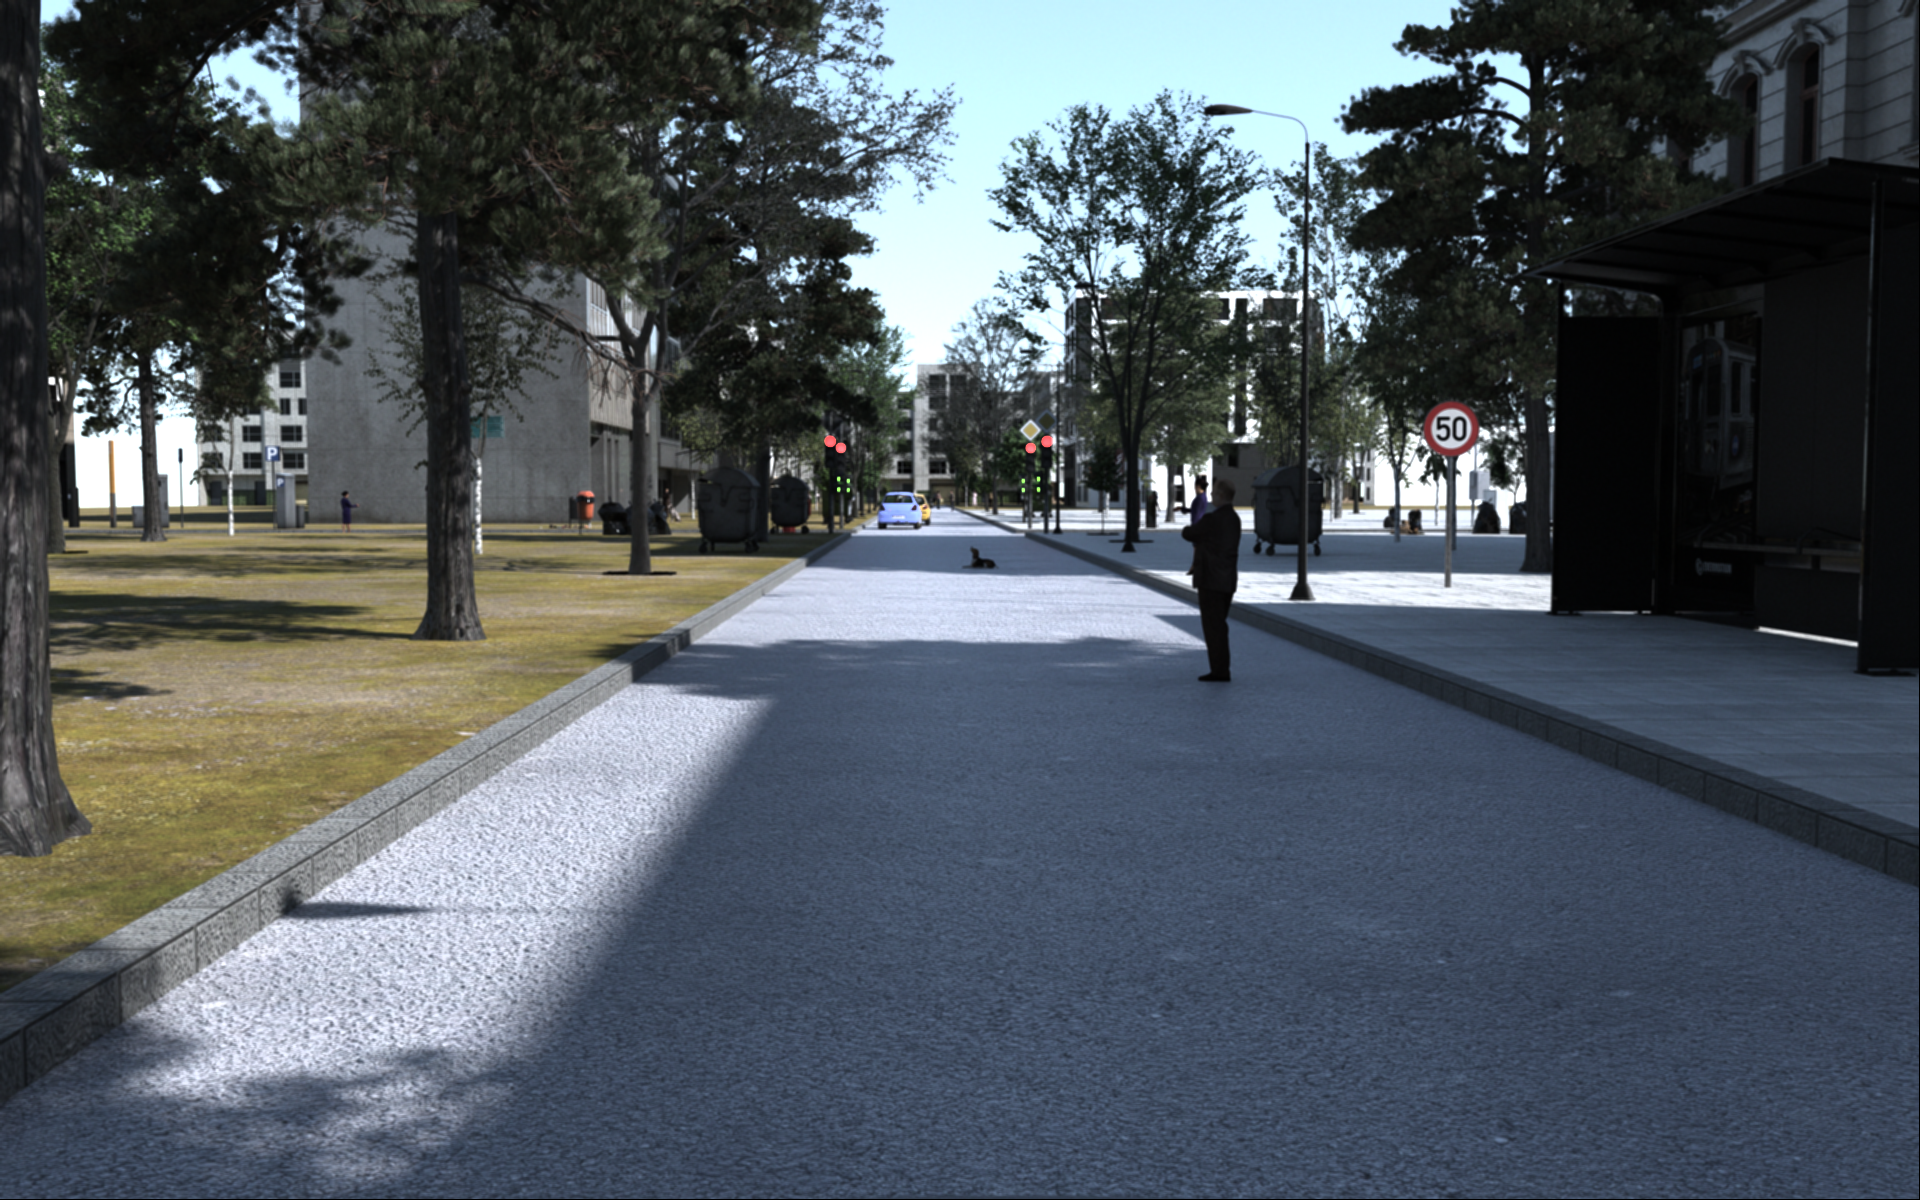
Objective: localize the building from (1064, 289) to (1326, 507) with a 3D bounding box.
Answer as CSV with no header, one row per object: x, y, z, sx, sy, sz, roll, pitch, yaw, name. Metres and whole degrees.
25.068,-21.102,188.996,27.936,21.610,32.646,0,4,-1,building

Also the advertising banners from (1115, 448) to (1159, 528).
6.631,-4.238,65.484,2.074,3.025,0.090,3,5,41,advertising banners

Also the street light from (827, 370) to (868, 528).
-4.286,-5.637,64.699,1.470,5.913,1.316,0,4,-1,street light

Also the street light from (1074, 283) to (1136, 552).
3.199,-4.019,38.255,1.470,5.913,1.316,0,4,-1,street light

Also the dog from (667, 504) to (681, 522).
-12.827,-3.925,78.554,0.800,0.831,0.513,1,4,12,dog

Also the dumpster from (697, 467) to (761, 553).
-5.085,-1.976,38.068,1.264,1.857,1.865,0,4,-1,dumpster

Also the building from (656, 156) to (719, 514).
-23.986,-17.709,108.601,14.314,24.678,30.058,0,4,-1,building

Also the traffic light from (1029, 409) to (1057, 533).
2.791,-4.102,56.317,0.839,4.213,0.868,0,4,-1,traffic light

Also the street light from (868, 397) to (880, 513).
-4.687,-6.727,82.532,1.470,5.913,1.316,0,4,-1,street light

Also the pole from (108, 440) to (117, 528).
-32.050,-4.381,65.475,0.158,3.312,0.155,0,3,0,pole

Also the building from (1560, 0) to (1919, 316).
22.166,-15.043,33.340,14.401,28.519,23.554,0,4,-1,building

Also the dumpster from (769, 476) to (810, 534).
-5.524,-3.076,56.045,1.264,1.857,1.865,0,4,-2,dumpster

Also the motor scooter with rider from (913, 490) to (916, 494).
-3.758,-8.330,145.164,0.876,1.779,1.986,0,3,0,motor scooter with rider

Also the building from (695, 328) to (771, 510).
-32.339,-19.051,155.464,27.936,21.610,32.646,0,4,-1,building

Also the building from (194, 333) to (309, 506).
-66.651,-20.090,194.925,31.486,18.905,16.747,0,4,-1,building

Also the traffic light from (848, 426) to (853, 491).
-4.372,-4.579,64.106,0.839,4.213,0.868,0,4,-1,traffic light

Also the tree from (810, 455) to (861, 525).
-5.321,-4.783,72.799,1.663,3.219,1.824,0,3,0,tree

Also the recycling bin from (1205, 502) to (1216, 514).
7.982,-2.688,56.497,0.722,1.027,0.722,0,4,-1,recycling bin

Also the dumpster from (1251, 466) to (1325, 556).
6.923,-1.882,36.526,1.264,1.857,1.865,0,4,-1,dumpster

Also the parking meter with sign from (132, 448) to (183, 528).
-30.162,-4.210,65.086,1.738,3.016,0.543,-2,4,-32,parking meter with sign

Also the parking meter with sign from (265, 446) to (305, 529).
-24.823,-4.132,63.815,0.543,3.016,1.738,1,4,10,parking meter with sign

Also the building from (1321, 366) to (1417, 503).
55.789,-23.675,243.504,11.380,20.091,16.016,0,4,-1,building

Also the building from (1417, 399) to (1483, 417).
67.607,-23.688,243.710,11.380,20.091,16.016,0,4,-1,building

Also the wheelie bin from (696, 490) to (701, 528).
-9.418,-3.478,64.775,0.980,1.594,0.693,2,4,29,wheelie bin

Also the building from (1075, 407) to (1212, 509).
16.292,-13.214,158.202,9.099,9.664,28.070,0,4,-1,building

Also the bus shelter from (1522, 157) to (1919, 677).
6.832,-1.465,15.242,1.731,3.624,6.357,0,4,-1,bus shelter

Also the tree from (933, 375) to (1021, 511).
1.737,-12.016,130.876,7.601,10.594,8.767,1,4,19,tree

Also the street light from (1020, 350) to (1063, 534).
2.623,-5.096,55.867,1.470,5.913,1.316,0,4,-1,street light

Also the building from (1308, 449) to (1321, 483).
36.029,-18.198,239.689,28.070,9.664,9.099,0,4,-1,building

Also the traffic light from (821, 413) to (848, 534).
-4.168,-4.090,56.123,0.839,4.213,0.868,0,4,-1,traffic light

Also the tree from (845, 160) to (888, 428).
-5.268,-7.590,46.154,6.751,12.117,7.091,0,3,0,tree

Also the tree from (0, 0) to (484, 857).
-3.383,-6.042,6.210,7.806,13.903,7.818,0,3,0,tree

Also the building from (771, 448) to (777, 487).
-26.965,-19.646,177.626,16.016,20.091,11.380,0,4,-1,building

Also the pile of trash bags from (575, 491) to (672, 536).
-10.721,-2.735,54.466,3.447,1.369,1.912,2,4,30,pile of trash bags

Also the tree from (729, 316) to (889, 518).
-5.588,-10.157,91.824,9.928,11.665,9.643,0,3,0,tree

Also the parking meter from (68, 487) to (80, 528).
-33.987,-3.548,66.413,0.372,1.533,0.369,0,3,0,parking meter

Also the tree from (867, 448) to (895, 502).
-9.526,-15.381,201.846,4.737,8.622,4.395,0,3,0,tree

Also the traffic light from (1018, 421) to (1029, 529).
2.587,-4.590,64.299,0.839,4.213,0.868,0,4,-1,traffic light

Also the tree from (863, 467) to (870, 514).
-6.552,-7.074,110.254,1.663,3.219,1.824,0,3,0,tree

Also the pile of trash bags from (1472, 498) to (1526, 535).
18.114,-2.798,55.499,3.447,1.369,1.912,3,4,36,pile of trash bags

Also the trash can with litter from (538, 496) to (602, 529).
-14.684,-3.290,64.855,2.233,1.210,1.678,1,4,15,trash can with litter

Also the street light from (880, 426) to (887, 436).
-5.114,-7.794,99.975,1.470,5.913,1.316,0,4,-1,street light

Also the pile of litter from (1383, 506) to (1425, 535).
14.268,-2.526,55.266,1.176,0.858,1.719,2,4,24,pile of litter

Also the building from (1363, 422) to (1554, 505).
61.173,-15.913,202.322,28.070,9.664,9.099,0,4,-1,building

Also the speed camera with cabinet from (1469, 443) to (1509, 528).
20.431,-4.439,66.914,0.660,3.252,2.038,-1,4,-13,speed camera with cabinet

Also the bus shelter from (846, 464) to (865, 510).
-7.628,-7.681,119.512,2.014,3.302,5.546,0,4,-2,bus shelter

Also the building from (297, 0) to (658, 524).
-22.213,-16.249,83.686,12.078,24.808,19.932,0,4,-1,building

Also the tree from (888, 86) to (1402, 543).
4.493,-7.329,45.591,9.928,11.665,9.643,0,3,0,tree

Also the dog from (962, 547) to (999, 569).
0.406,-0.815,33.512,0.550,0.427,0.748,-2,4,-24,dog

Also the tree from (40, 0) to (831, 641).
-4.502,-5.678,14.885,6.751,12.117,7.091,0,3,0,tree

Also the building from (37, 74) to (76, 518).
-64.324,-17.004,82.531,34.151,26.468,19.350,0,4,-1,building

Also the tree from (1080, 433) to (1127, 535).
4.624,-3.660,54.440,1.663,3.219,1.824,0,3,0,tree

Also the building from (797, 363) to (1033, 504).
-6.088,-23.021,242.849,31.486,18.905,16.747,0,4,-1,building

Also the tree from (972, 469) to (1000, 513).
2.090,-7.702,120.526,1.663,3.219,1.824,0,3,0,tree

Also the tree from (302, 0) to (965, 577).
-5.060,-7.151,27.291,12.009,13.543,11.850,0,3,0,tree

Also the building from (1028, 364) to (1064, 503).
15.398,-23.630,242.764,11.380,20.091,16.016,0,4,-1,building

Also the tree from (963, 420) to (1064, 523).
2.866,-5.666,76.354,4.285,4.588,4.351,0,3,0,tree

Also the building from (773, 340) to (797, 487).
-35.114,-20.124,195.483,31.486,18.905,16.747,0,4,-1,building

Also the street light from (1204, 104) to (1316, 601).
3.606,-2.952,20.811,1.470,5.913,1.316,0,4,-1,street light
